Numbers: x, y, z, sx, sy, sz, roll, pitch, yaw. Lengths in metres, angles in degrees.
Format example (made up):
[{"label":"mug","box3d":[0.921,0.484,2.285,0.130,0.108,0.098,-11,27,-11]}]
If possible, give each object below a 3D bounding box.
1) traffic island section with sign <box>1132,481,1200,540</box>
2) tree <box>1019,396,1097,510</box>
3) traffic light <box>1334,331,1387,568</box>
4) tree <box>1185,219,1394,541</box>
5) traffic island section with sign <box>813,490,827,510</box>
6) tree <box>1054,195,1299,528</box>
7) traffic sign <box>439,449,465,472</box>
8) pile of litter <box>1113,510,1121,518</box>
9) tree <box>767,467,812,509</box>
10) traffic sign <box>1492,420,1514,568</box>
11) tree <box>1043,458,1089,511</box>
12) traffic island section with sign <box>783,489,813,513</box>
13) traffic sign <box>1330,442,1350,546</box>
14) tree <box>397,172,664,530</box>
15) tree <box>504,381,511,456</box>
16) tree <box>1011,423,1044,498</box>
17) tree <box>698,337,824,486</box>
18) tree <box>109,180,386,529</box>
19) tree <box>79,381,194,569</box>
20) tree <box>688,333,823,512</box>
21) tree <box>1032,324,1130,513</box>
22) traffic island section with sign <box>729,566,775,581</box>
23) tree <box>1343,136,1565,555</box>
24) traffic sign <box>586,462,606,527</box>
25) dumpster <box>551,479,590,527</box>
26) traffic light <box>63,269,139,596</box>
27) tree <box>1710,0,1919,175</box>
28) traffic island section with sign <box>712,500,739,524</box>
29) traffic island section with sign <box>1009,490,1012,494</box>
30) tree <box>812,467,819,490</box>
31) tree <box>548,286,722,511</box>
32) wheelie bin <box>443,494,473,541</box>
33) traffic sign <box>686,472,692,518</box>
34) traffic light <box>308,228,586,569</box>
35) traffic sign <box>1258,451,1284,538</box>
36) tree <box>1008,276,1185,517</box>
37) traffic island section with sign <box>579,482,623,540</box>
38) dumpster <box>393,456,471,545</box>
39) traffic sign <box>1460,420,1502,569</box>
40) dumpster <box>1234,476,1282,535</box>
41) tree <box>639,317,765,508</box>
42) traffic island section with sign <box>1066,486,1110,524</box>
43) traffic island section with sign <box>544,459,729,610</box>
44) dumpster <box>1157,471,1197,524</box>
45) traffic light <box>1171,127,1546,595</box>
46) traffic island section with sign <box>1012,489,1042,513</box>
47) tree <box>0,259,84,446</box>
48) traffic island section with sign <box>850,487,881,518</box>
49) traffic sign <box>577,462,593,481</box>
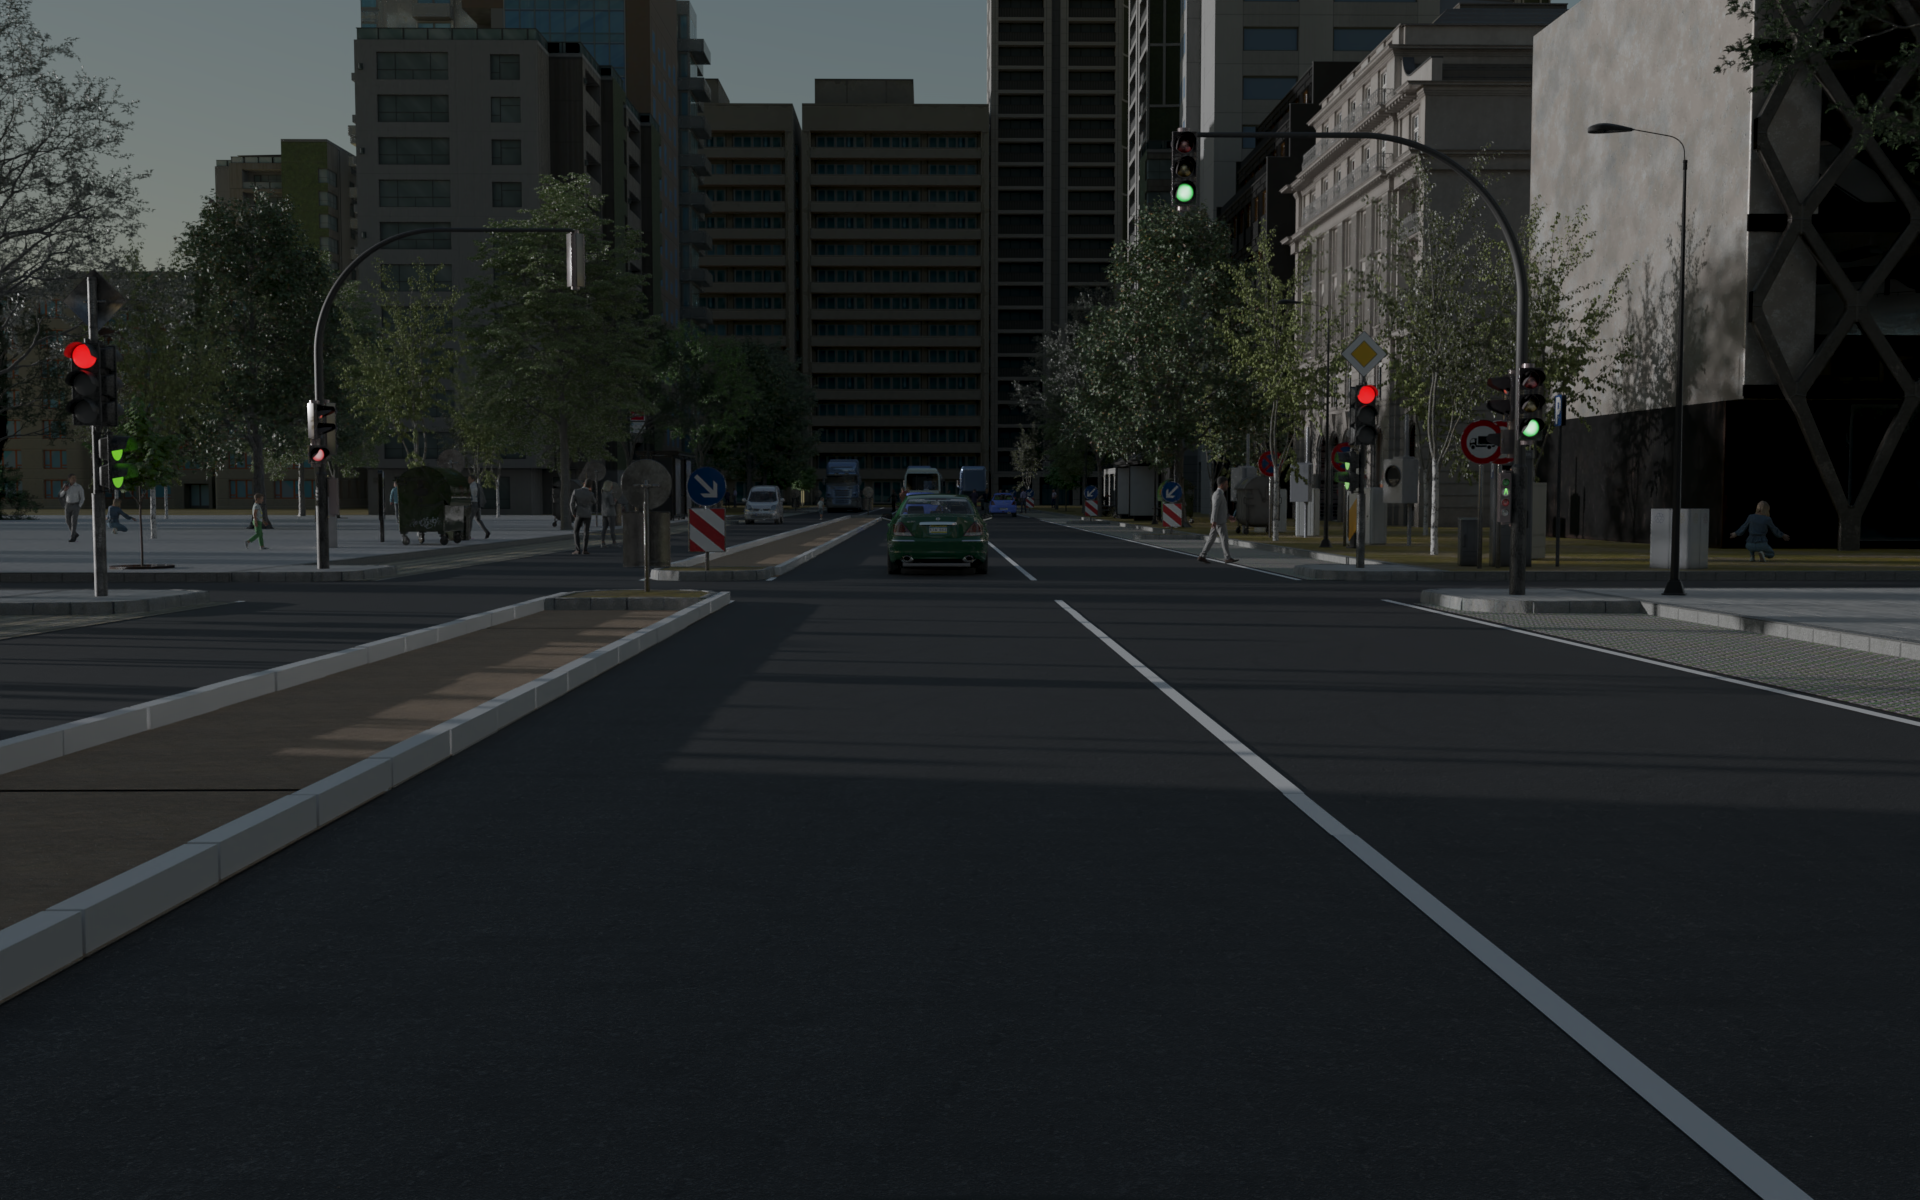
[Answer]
[{"label":"traffic island section with sign","box3d":[6.532,-2.844,55.129,1.989,1.847,2.006,0,4,-1]},{"label":"tree","box3d":[8.311,-12.755,142.955,7.601,10.594,8.767,1,4,21]},{"label":"traffic light","box3d":[6.936,-2.511,29.978,0.839,4.253,0.868,0,4,-1]},{"label":"tree","box3d":[8.877,-5.917,47.101,4.737,8.622,4.395,0,3,0]},{"label":"traffic island section with sign","box3d":[-12.939,-9.178,158.695,1.989,1.847,2.006,0,4,-1]},{"label":"tree","box3d":[8.300,-9.121,66.132,9.611,12.733,9.660,0,3,0]},{"label":"traffic sign","box3d":[-14.305,-2.972,48.692,0.768,2.556,0.104,0,4,1]},{"label":"pile of litter","box3d":[8.770,-4.793,92.326,1.176,0.858,1.719,3,4,37]},{"label":"tree","box3d":[-15.858,-10.260,151.464,4.285,4.588,4.351,0,3,0]},{"label":"traffic sign","box3d":[9.314,-1.823,29.912,0.768,2.556,0.104,1,4,8]},{"label":"tree","box3d":[7.922,-8.845,128.325,4.285,4.588,4.351,0,3,0]},{"label":"traffic island section with sign","box3d":[-12.451,-7.530,131.745,1.989,1.847,2.006,0,4,-1]},{"label":"traffic sign","box3d":[9.426,-2.584,42.362,0.768,2.556,0.104,0,3,0]},{"label":"tree","box3d":[-14.175,-8.758,61.316,7.486,12.596,7.792,0,3,0]},{"label":"tree","box3d":[-24.566,-8.491,89.182,4.737,8.622,4.395,0,3,0]},{"label":"tree","box3d":[6.789,-13.520,171.417,4.360,8.622,3.978,0,3,0]},{"label":"tree","box3d":[-15.792,-14.174,138.392,9.857,13.997,8.962,0,3,0]},{"label":"tree","box3d":[-25.989,-8.982,63.867,9.611,12.733,9.660,0,3,0]},{"label":"tree","box3d":[-14.049,-2.150,29.761,1.663,3.219,1.824,0,3,0]},{"label":"tree","box3d":[-15.004,-12.632,123.534,9.611,12.733,9.660,0,3,0]},{"label":"tree","box3d":[8.497,-12.039,114.956,7.486,12.596,7.792,0,3,0]},{"label":"traffic island section with sign","box3d":[-4.233,-1.310,29.554,2.006,1.907,1.989,0,4,-1]},{"label":"tree","box3d":[10.262,-5.256,36.305,4.360,8.622,3.978,0,3,0]},{"label":"traffic sign","box3d":[-14.232,-4.139,67.775,0.768,2.556,0.104,0,3,0]},{"label":"dumpster","box3d":[-15.285,-3.806,67.994,1.264,1.857,1.865,0,4,-1]},{"label":"traffic light","box3d":[-10.781,-2.002,21.661,0.839,4.253,0.868,0,4,-1]},{"label":"tree","box3d":[9.806,-4.767,12.347,8.767,10.594,7.601,2,4,29]},{"label":"traffic island section with sign","box3d":[-11.580,-4.518,82.498,1.989,1.847,2.006,0,4,-1]},{"label":"traffic island section with sign","box3d":[4.683,-9.184,158.782,1.989,1.847,2.006,0,4,-1]},{"label":"tree","box3d":[-15.542,-11.496,171.672,4.285,4.588,4.351,0,3,0]},{"label":"tree","box3d":[-14.341,-8.656,75.940,8.767,10.594,7.601,0,4,7]},{"label":"wheelie bin","box3d":[-13.868,-2.440,47.797,0.693,1.594,0.980,2,4,35]},{"label":"traffic sign","box3d":[-14.452,-5.598,91.637,0.768,2.556,0.104,0,4,1]},{"label":"traffic light","box3d":[-8.833,-3.367,29.717,4.771,5.953,1.251,0,4,-1]},{"label":"traffic sign","box3d":[9.104,-3.098,50.751,0.768,2.556,0.104,0,4,2]},{"label":"tree","box3d":[7.879,-11.428,97.213,12.009,13.543,11.850,0,3,0]},{"label":"traffic island section with sign","box3d":[-11.084,-2.836,55.002,1.989,1.847,2.006,0,4,-1]},{"label":"dumpster","box3d":[-13.429,-2.542,44.051,1.502,2.255,1.985,0,4,-1]},{"label":"traffic sign","box3d":[8.931,-1.810,29.699,0.768,2.556,0.104,0,4,0]},{"label":"dumpster","box3d":[9.556,-3.041,55.478,1.264,1.857,1.865,0,4,-1]},{"label":"tree","box3d":[-15.584,-10.863,103.369,9.928,11.665,9.643,0,3,0]},{"label":"traffic island section with sign","box3d":[6.048,-4.500,82.203,1.989,1.847,2.006,0,4,-1]},{"label":"traffic island section with sign","box3d":[-4.111,-0.857,22.148,2.006,1.907,1.989,0,4,-1]},{"label":"dumpster","box3d":[9.469,-4.469,75.554,1.502,2.255,1.985,0,4,-1]},{"label":"traffic light","box3d":[4.988,-2.884,21.816,4.771,5.953,1.251,0,4,-1]},{"label":"traffic island section with sign","box3d":[5.168,-7.535,131.831,1.989,1.847,2.006,0,4,-1]},{"label":"tree","box3d":[-38.069,-8.170,67.998,7.601,10.594,8.767,0,4,-7]},{"label":"traffic island section with sign","box3d":[-5.580,-5.905,104.681,2.006,1.907,1.989,0,4,-1]},{"label":"traffic sign","box3d":[-14.980,-4.257,69.613,0.884,2.594,0.081,0,4,8]}]
